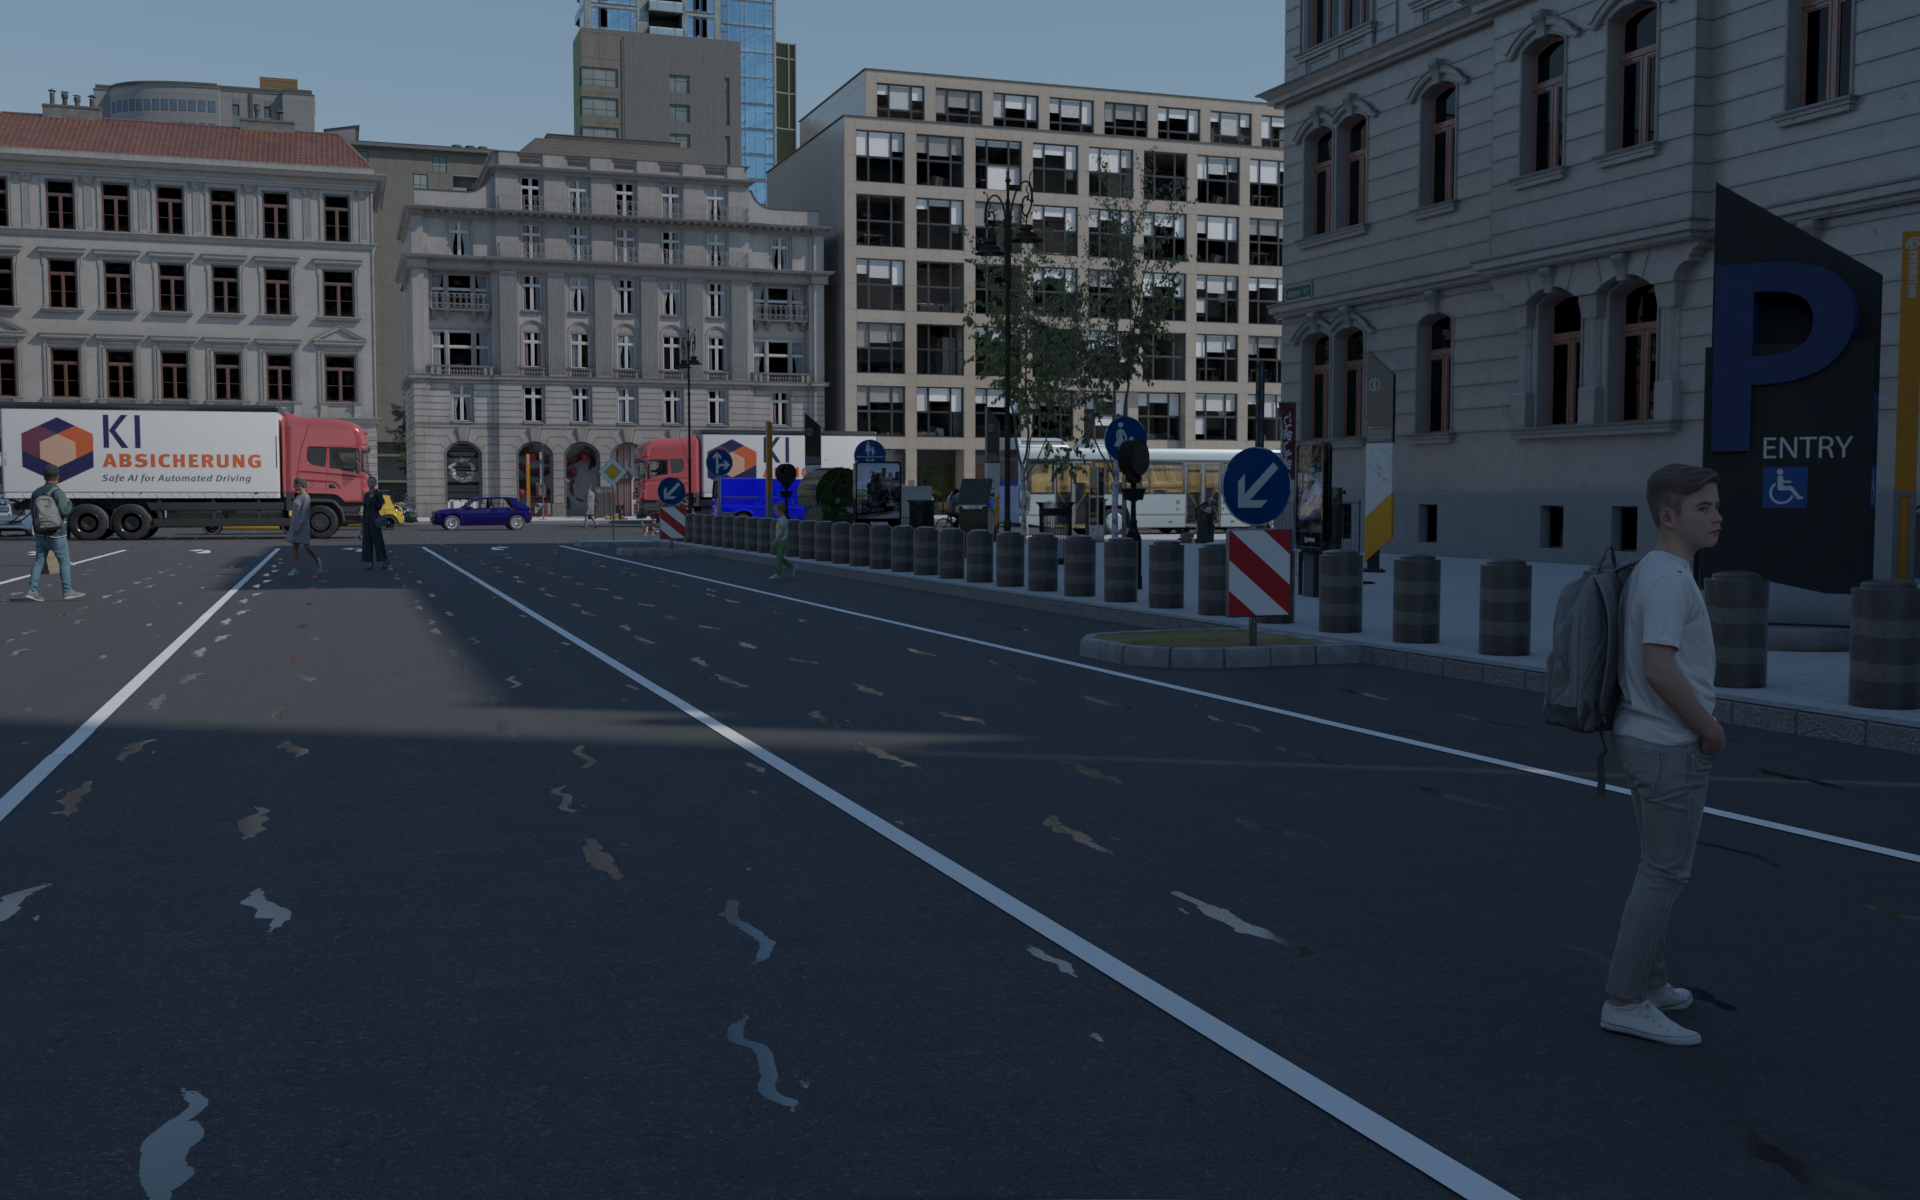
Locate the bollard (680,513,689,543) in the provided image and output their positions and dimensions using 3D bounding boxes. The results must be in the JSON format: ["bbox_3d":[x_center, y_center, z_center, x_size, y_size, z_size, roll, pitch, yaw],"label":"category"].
[{"bbox_3d":[-7.062,-1.889,45.595,0.404,0.777,0.398,0,3,0],"label":"bollard"}]

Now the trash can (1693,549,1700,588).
[{"bbox_3d":[9.404,-0.598,21.432,0.748,1.137,0.748,0,3,0],"label":"trash can"}]

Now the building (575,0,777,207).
[{"bbox_3d":[-31.129,-52.999,179.202,22.319,86.520,31.000,-1,4,-20],"label":"building"}]

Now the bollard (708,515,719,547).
[{"bbox_3d":[-5.839,-1.681,42.202,0.404,0.777,0.398,0,3,0],"label":"bollard"}]

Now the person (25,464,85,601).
[{"bbox_3d":[-12.153,-0.895,23.117,0.794,1.824,0.713,2,4,34],"label":"person"}]

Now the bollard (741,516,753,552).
[{"bbox_3d":[-4.619,-1.473,38.806,0.404,0.777,0.398,0,3,0],"label":"bollard"}]

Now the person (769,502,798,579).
[{"bbox_3d":[-2.991,-1.016,29.355,0.590,1.304,0.306,-3,4,-38],"label":"person"}]

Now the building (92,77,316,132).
[{"bbox_3d":[-105.592,-42.989,244.876,28.212,58.520,21.231,-1,4,-20],"label":"building"}]

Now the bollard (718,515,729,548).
[{"bbox_3d":[-5.432,-1.612,41.071,0.404,0.777,0.398,0,3,0],"label":"bollard"}]

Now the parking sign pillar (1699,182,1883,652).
[{"bbox_3d":[7.021,-1.601,14.646,1.447,3.967,1.447,2,4,34],"label":"parking sign pillar"}]

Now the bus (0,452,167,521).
[{"bbox_3d":[-37.342,-4.811,73.521,13.247,3.499,2.948,-1,4,-20],"label":"bus"}]

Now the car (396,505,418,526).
[{"bbox_3d":[-26.311,-4.113,77.037,4.222,1.686,2.009,-1,4,-19],"label":"car"}]

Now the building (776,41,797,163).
[{"bbox_3d":[-35.612,-50.789,268.656,20.611,71.187,20.563,-1,4,-20],"label":"building"}]

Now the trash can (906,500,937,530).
[{"bbox_3d":[-0.919,-1.837,41.682,0.748,1.137,0.748,0,3,0],"label":"trash can"}]

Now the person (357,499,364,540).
[{"bbox_3d":[-18.320,-2.485,53.404,0.640,1.303,0.475,1,4,15],"label":"person"}]

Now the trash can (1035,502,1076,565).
[{"bbox_3d":[1.748,-1.225,31.678,0.748,1.137,0.748,0,3,0],"label":"trash can"}]

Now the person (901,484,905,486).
[{"bbox_3d":[-2.265,-3.637,67.972,0.555,1.821,0.388,1,4,19],"label":"person"}]

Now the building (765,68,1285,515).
[{"bbox_3d":[6.036,-19.033,115.707,34.151,26.468,19.350,-1,4,-20],"label":"building"}]

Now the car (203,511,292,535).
[{"bbox_3d":[-25.249,-3.167,62.009,3.980,1.641,2.015,-1,4,-20],"label":"car"}]

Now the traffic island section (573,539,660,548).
[{"bbox_3d":[-9.519,-1.553,47.680,2.009,0.180,2.903,-1,4,-20],"label":"traffic island section"}]

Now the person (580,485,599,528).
[{"bbox_3d":[-15.450,-3.885,72.120,0.767,1.812,0.694,1,4,9],"label":"person"}]

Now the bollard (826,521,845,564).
[{"bbox_3d":[-2.174,-1.058,32.020,0.404,0.777,0.398,0,3,0],"label":"bollard"}]

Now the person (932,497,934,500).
[{"bbox_3d":[-1.300,-3.754,71.947,0.516,1.574,0.319,2,4,24],"label":"person"}]

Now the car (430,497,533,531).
[{"bbox_3d":[-19.115,-3.457,69.101,3.894,1.354,1.945,-1,4,-21],"label":"car"}]

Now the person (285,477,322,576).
[{"bbox_3d":[-11.597,-1.302,30.535,0.466,1.731,0.760,1,4,14],"label":"person"}]

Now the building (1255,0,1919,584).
[{"bbox_3d":[17.162,-14.994,32.541,14.401,28.519,23.554,-1,4,-20],"label":"building"}]

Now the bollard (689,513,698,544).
[{"bbox_3d":[-6.652,-1.819,44.465,0.404,0.777,0.398,0,3,0],"label":"bollard"}]

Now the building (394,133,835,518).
[{"bbox_3d":[-20.807,-15.990,103.232,24.055,21.916,13.314,-1,4,-20],"label":"building"}]

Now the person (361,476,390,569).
[{"bbox_3d":[-11.228,-1.481,33.141,0.576,1.772,0.534,0,4,6],"label":"person"}]

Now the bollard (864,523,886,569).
[{"bbox_3d":[-1.348,-0.919,29.739,0.404,0.777,0.398,0,3,0],"label":"bollard"}]

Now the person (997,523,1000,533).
[{"bbox_3d":[1.278,-3.242,63.712,0.614,1.554,0.590,-3,5,-40],"label":"person"}]

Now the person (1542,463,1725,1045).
[{"bbox_3d":[1.856,0.397,4.603,0.523,1.515,0.503,-1,4,-18],"label":"person"}]

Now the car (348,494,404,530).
[{"bbox_3d":[-24.366,-3.618,69.385,3.980,1.641,2.015,-1,4,-19],"label":"car"}]

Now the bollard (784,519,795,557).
[{"bbox_3d":[-3.395,-1.266,35.412,0.404,0.777,0.398,0,3,0],"label":"bollard"}]

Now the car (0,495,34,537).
[{"bbox_3d":[-32.409,-2.887,59.197,2.014,1.417,4.499,-1,4,-19],"label":"car"}]

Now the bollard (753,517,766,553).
[{"bbox_3d":[-4.207,-1.404,37.677,0.404,0.777,0.398,0,3,0],"label":"bollard"}]

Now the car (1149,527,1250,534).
[{"bbox_3d":[8.967,-3.286,63.507,4.222,1.686,2.009,-1,4,-18],"label":"car"}]

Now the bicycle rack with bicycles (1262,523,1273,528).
[{"bbox_3d":[10.895,-2.478,53.905,2.852,0.926,2.925,-3,5,-42],"label":"bicycle rack with bicycles"}]

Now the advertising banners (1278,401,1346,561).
[{"bbox_3d":[6.791,-2.279,33.456,2.074,3.025,0.090,-3,5,-40],"label":"advertising banners"}]

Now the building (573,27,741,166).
[{"bbox_3d":[-28.078,-29.002,157.769,14.154,41.232,14.086,-1,4,-20],"label":"building"}]

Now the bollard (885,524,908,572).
[{"bbox_3d":[-0.939,-0.850,28.609,0.404,0.777,0.398,0,3,0],"label":"bollard"}]

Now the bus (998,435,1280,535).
[{"bbox_3d":[7.651,-3.965,59.680,13.247,3.499,2.948,-1,4,-21],"label":"bus"}]

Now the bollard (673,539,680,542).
[{"bbox_3d":[-7.469,-1.958,46.725,0.404,0.777,0.398,0,3,0],"label":"bollard"}]

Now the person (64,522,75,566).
[{"bbox_3d":[-17.918,-1.350,34.486,0.340,1.345,0.435,3,4,36],"label":"person"}]

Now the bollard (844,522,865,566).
[{"bbox_3d":[-1.767,-0.989,30.889,0.404,0.777,0.398,0,3,0],"label":"bollard"}]

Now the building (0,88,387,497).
[{"bbox_3d":[-42.133,-15.748,93.635,21.152,22.565,11.583,-1,4,-20],"label":"building"}]

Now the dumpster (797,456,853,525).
[{"bbox_3d":[-3.337,-2.647,45.778,1.502,2.255,1.985,-1,4,-20],"label":"dumpster"}]

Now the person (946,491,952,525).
[{"bbox_3d":[-0.416,-4.325,81.168,0.435,1.587,0.963,-2,4,-25],"label":"person"}]

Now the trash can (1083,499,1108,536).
[{"bbox_3d":[3.957,-2.386,50.669,0.748,1.137,0.748,0,3,0],"label":"trash can"}]

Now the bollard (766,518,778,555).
[{"bbox_3d":[-3.802,-1.335,36.543,0.404,0.777,0.398,0,3,0],"label":"bollard"}]

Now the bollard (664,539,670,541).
[{"bbox_3d":[-7.880,-2.027,47.865,0.404,0.777,0.398,0,3,0],"label":"bollard"}]

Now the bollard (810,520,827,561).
[{"bbox_3d":[-2.580,-1.127,33.151,0.404,0.777,0.398,0,3,0],"label":"bollard"}]

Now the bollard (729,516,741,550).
[{"bbox_3d":[-5.024,-1.543,39.937,0.404,0.777,0.398,0,3,0],"label":"bollard"}]

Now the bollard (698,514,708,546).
[{"bbox_3d":[-6.245,-1.750,43.334,0.404,0.777,0.398,0,3,0],"label":"bollard"}]

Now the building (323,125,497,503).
[{"bbox_3d":[-80.457,-40.869,257.443,27.495,52.752,28.713,-1,4,-20],"label":"building"}]

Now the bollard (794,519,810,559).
[{"bbox_3d":[-2.986,-1.197,34.282,0.404,0.777,0.398,0,3,0],"label":"bollard"}]

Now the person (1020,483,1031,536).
[{"bbox_3d":[2.054,-2.870,55.556,0.434,1.807,0.598,2,4,29],"label":"person"}]

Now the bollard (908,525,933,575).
[{"bbox_3d":[-0.536,-0.780,27.477,0.404,0.777,0.398,0,3,0],"label":"bollard"}]

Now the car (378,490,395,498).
[{"bbox_3d":[-54.400,-9.440,163.012,2.281,1.827,5.304,-1,4,-18],"label":"car"}]
